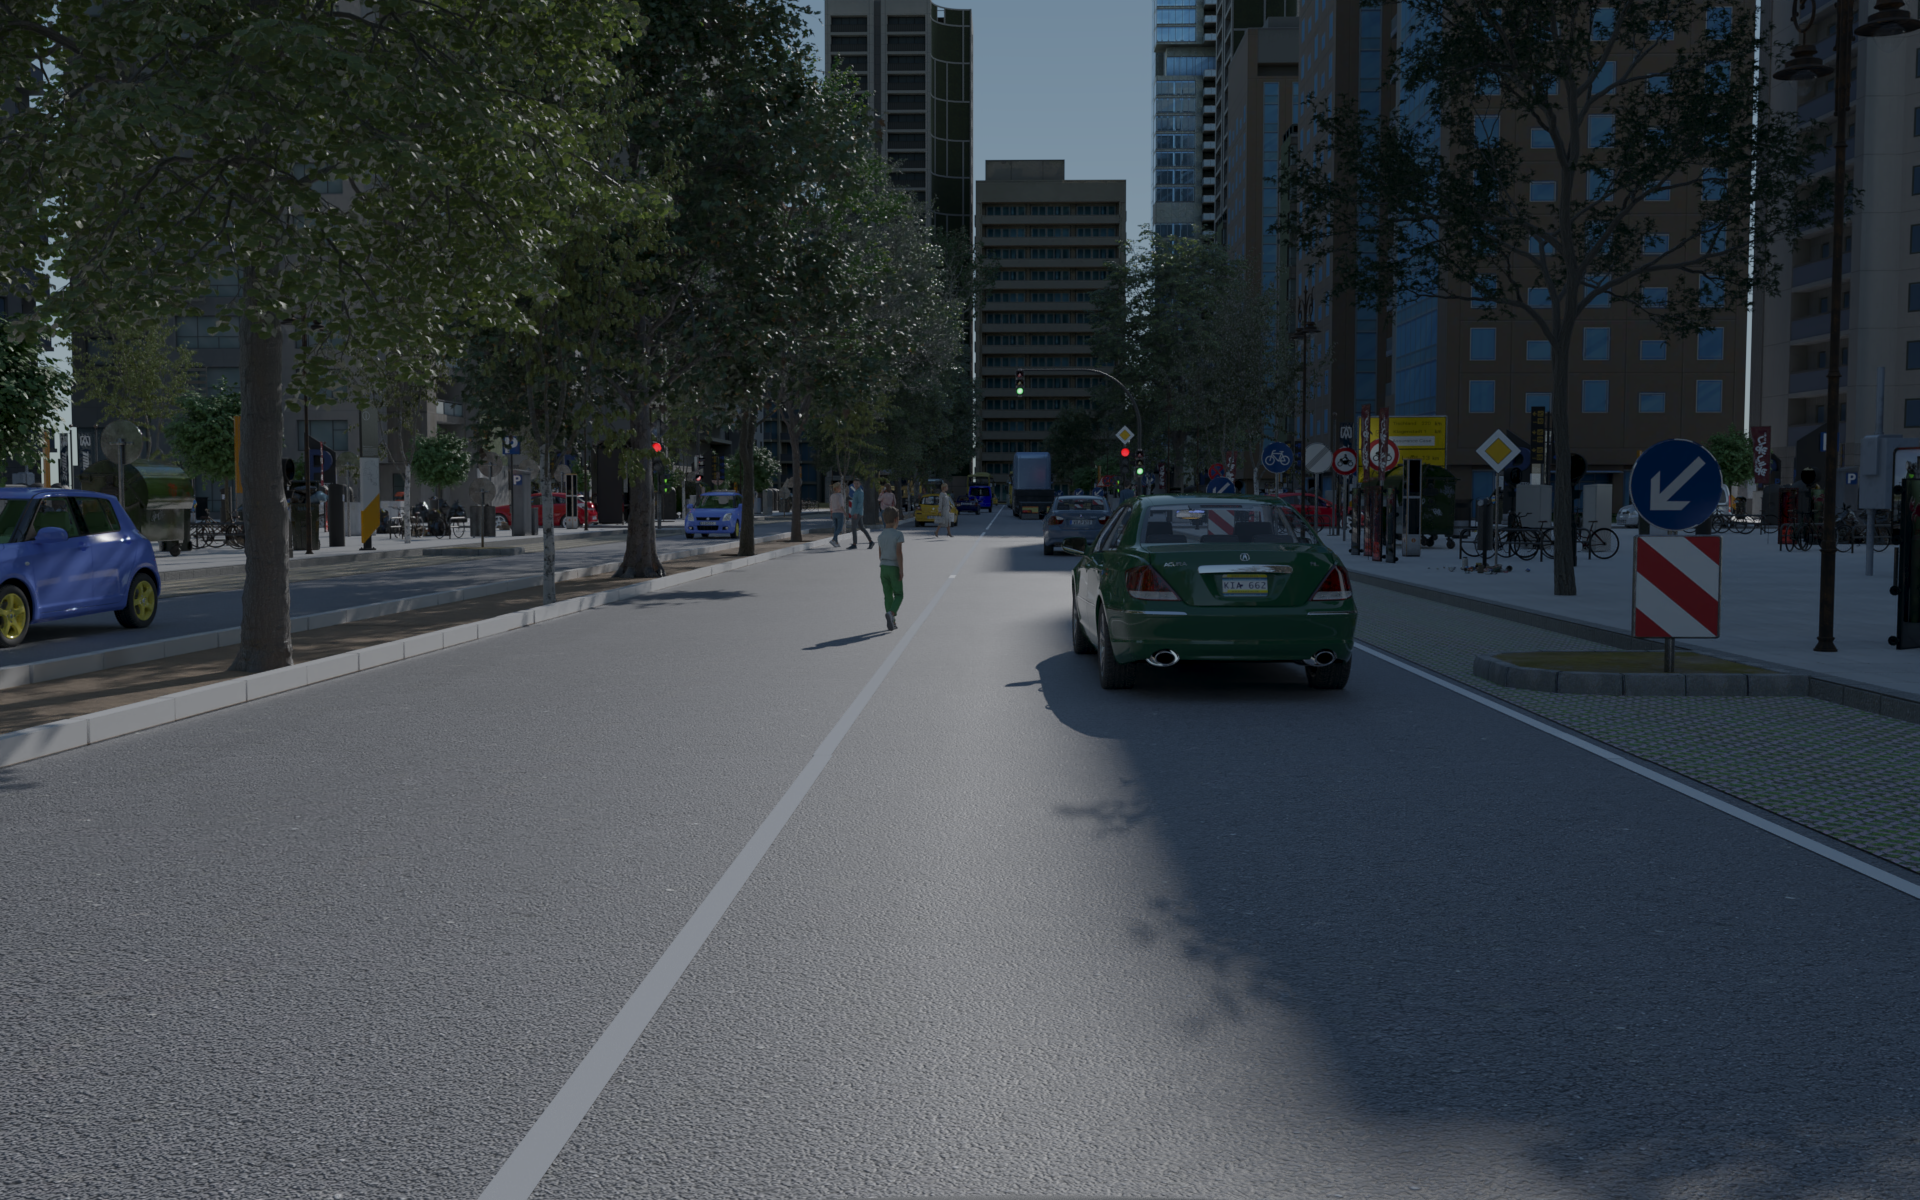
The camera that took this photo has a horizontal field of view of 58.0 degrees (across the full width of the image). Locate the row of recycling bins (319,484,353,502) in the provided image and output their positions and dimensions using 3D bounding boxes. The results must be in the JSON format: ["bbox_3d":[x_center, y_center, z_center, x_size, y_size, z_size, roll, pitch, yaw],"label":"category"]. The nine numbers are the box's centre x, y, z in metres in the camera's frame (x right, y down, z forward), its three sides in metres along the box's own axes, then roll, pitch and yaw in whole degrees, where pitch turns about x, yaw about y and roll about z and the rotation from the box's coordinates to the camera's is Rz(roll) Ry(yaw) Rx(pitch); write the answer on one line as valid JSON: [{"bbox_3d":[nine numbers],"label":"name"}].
[{"bbox_3d":[-27.414,-4.031,73.014,3.534,1.692,1.069,-2,4,-31],"label":"row of recycling bins"}]

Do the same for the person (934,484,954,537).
[{"bbox_3d":[-0.535,-2.966,57.342,0.624,1.780,0.694,2,4,34],"label":"person"}]

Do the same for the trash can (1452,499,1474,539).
[{"bbox_3d":[14.399,-2.337,49.859,0.748,1.137,0.748,0,3,0],"label":"trash can"}]

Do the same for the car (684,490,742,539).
[{"bbox_3d":[-7.928,-2.893,56.897,1.945,1.707,3.694,0,4,3],"label":"car"}]

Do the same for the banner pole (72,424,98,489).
[{"bbox_3d":[-31.181,-4.410,62.126,0.401,3.779,0.863,2,4,35],"label":"banner pole"}]

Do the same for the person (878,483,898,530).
[{"bbox_3d":[-2.104,-2.640,52.249,0.593,1.750,0.643,-3,5,-39],"label":"person"}]

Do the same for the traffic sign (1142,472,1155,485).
[{"bbox_3d":[10.714,-6.022,98.561,0.768,2.556,0.104,1,4,9],"label":"traffic sign"}]

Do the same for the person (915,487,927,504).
[{"bbox_3d":[-1.890,-4.691,85.559,0.716,1.782,0.532,0,4,1],"label":"person"}]

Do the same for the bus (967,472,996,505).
[{"bbox_3d":[2.379,-12.518,196.220,2.896,3.916,12.252,0,4,3],"label":"bus"}]

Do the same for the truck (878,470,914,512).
[{"bbox_3d":[-5.132,-8.812,140.003,3.469,3.379,9.791,0,4,1],"label":"truck"}]

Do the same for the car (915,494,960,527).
[{"bbox_3d":[-1.018,-4.042,76.313,2.015,1.641,3.980,0,4,4],"label":"car"}]

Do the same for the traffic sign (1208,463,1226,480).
[{"bbox_3d":[10.632,-4.370,71.550,0.768,2.556,0.104,0,4,5],"label":"traffic sign"}]

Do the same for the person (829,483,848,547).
[{"bbox_3d":[-3.307,-2.285,46.529,0.731,1.740,0.598,2,4,33],"label":"person"}]

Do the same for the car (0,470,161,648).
[{"bbox_3d":[-9.615,-0.470,17.278,1.945,1.707,3.694,0,4,3],"label":"car"}]

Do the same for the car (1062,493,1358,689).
[{"bbox_3d":[1.934,-0.143,14.142,2.131,1.459,4.920,0,4,0],"label":"car"}]

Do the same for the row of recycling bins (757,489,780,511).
[{"bbox_3d":[-14.391,-7.556,130.661,1.069,1.692,3.534,1,4,12],"label":"row of recycling bins"}]

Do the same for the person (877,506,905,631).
[{"bbox_3d":[-0.726,-0.330,18.148,0.306,1.304,0.590,1,4,9],"label":"person"}]

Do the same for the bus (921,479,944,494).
[{"bbox_3d":[-3.205,-12.995,207.333,2.948,3.499,13.247,0,4,0],"label":"bus"}]

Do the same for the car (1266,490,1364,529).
[{"bbox_3d":[13.187,-3.453,65.492,4.494,1.783,2.155,0,4,2],"label":"car"}]

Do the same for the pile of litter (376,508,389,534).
[{"bbox_3d":[-18.650,-2.582,56.186,1.719,0.858,1.176,2,4,25],"label":"pile of litter"}]

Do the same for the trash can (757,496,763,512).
[{"bbox_3d":[-13.969,-6.761,122.202,0.748,1.137,0.748,0,3,0],"label":"trash can"}]

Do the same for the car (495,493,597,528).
[{"bbox_3d":[-16.375,-3.559,67.228,4.494,1.783,2.155,0,4,1],"label":"car"}]

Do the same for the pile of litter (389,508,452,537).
[{"bbox_3d":[-16.245,-2.375,52.790,1.176,0.858,1.719,3,5,45],"label":"pile of litter"}]

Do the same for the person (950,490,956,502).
[{"bbox_3d":[-0.713,-9.704,167.238,0.705,1.814,1.350,1,4,18],"label":"person"}]

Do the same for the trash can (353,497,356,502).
[{"bbox_3d":[-28.069,-4.141,79.366,0.748,1.137,0.748,0,3,0],"label":"trash can"}]

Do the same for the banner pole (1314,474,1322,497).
[{"bbox_3d":[20.426,-6.634,98.476,0.863,3.779,0.401,-2,4,-31],"label":"banner pole"}]

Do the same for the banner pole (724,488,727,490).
[{"bbox_3d":[-19.420,-9.337,142.680,0.863,3.779,0.401,3,5,43],"label":"banner pole"}]

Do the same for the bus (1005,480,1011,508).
[{"bbox_3d":[6.240,-11.395,181.165,2.948,3.499,13.247,0,4,0],"label":"bus"}]

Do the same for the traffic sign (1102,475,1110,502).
[{"bbox_3d":[9.923,-7.113,116.398,0.768,2.556,0.104,1,4,10],"label":"traffic sign"}]

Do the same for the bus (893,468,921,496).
[{"bbox_3d":[-5.193,-10.148,157.468,2.896,3.916,12.252,0,4,3],"label":"bus"}]

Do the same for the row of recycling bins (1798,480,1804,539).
[{"bbox_3d":[25.645,-2.604,49.691,3.534,1.692,1.069,1,4,11],"label":"row of recycling bins"}]

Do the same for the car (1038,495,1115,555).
[{"bbox_3d":[2.894,-1.826,41.860,2.014,1.417,4.499,0,4,3],"label":"car"}]

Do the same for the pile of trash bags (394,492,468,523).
[{"bbox_3d":[-23.620,-4.099,76.766,1.912,1.369,3.447,2,4,31],"label":"pile of trash bags"}]

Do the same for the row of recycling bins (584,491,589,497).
[{"bbox_3d":[-32.433,-8.542,146.772,3.534,1.692,1.069,1,4,19],"label":"row of recycling bins"}]

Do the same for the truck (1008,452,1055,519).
[{"bbox_3d":[4.628,-7.084,105.587,2.967,4.110,18.799,0,4,0],"label":"truck"}]

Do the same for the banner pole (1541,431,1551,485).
[{"bbox_3d":[20.354,-4.294,60.223,0.401,3.779,0.863,3,5,44],"label":"banner pole"}]

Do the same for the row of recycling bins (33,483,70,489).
[{"bbox_3d":[-34.286,-3.478,63.982,3.534,1.692,1.069,1,4,22],"label":"row of recycling bins"}]

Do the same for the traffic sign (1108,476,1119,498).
[{"bbox_3d":[10.196,-6.994,114.461,0.768,2.556,0.104,1,4,11],"label":"traffic sign"}]

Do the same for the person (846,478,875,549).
[{"bbox_3d":[-2.597,-2.245,45.073,0.748,1.841,0.638,0,4,3],"label":"person"}]

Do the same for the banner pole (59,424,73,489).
[{"bbox_3d":[-32.091,-4.421,62.302,0.863,3.779,0.401,2,4,27],"label":"banner pole"}]

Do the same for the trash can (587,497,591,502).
[{"bbox_3d":[-20.332,-4.953,92.636,0.748,1.137,0.748,0,3,0],"label":"trash can"}]

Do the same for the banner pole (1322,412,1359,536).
[{"bbox_3d":[11.710,-3.866,53.232,0.863,3.779,0.401,-1,4,-13],"label":"banner pole"}]

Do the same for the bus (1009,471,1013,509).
[{"bbox_3d":[6.062,-10.652,165.705,2.896,3.916,12.252,0,4,3],"label":"bus"}]

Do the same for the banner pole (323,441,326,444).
[{"bbox_3d":[-30.184,-5.644,82.300,0.401,3.779,0.863,-1,4,-12],"label":"banner pole"}]

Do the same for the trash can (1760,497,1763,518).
[{"bbox_3d":[35.040,-3.874,74.994,0.748,1.137,0.748,0,3,0],"label":"trash can"}]

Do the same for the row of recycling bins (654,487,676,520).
[{"bbox_3d":[-14.978,-4.949,88.028,1.069,1.692,3.534,-1,4,-15],"label":"row of recycling bins"}]

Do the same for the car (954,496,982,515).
[{"bbox_3d":[0.524,-6.592,120.365,1.945,1.354,3.894,0,4,3],"label":"car"}]

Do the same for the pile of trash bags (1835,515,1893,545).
[{"bbox_3d":[24.258,-2.134,44.644,3.447,1.369,1.912,-1,4,-15],"label":"pile of trash bags"}]

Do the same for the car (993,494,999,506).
[{"bbox_3d":[3.763,-12.384,212.698,2.015,1.641,3.980,0,4,3],"label":"car"}]

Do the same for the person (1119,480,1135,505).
[{"bbox_3d":[4.565,-2.365,47.184,0.581,1.822,0.654,-1,4,-9],"label":"person"}]

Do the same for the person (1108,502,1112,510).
[{"bbox_3d":[4.246,-2.262,50.504,0.505,1.210,0.382,1,4,21],"label":"person"}]

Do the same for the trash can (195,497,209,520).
[{"bbox_3d":[-37.253,-4.487,85.023,0.748,1.137,0.748,0,3,0],"label":"trash can"}]

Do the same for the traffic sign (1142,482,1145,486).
[{"bbox_3d":[13.088,-7.409,121.244,0.768,2.556,0.104,0,4,2],"label":"traffic sign"}]
